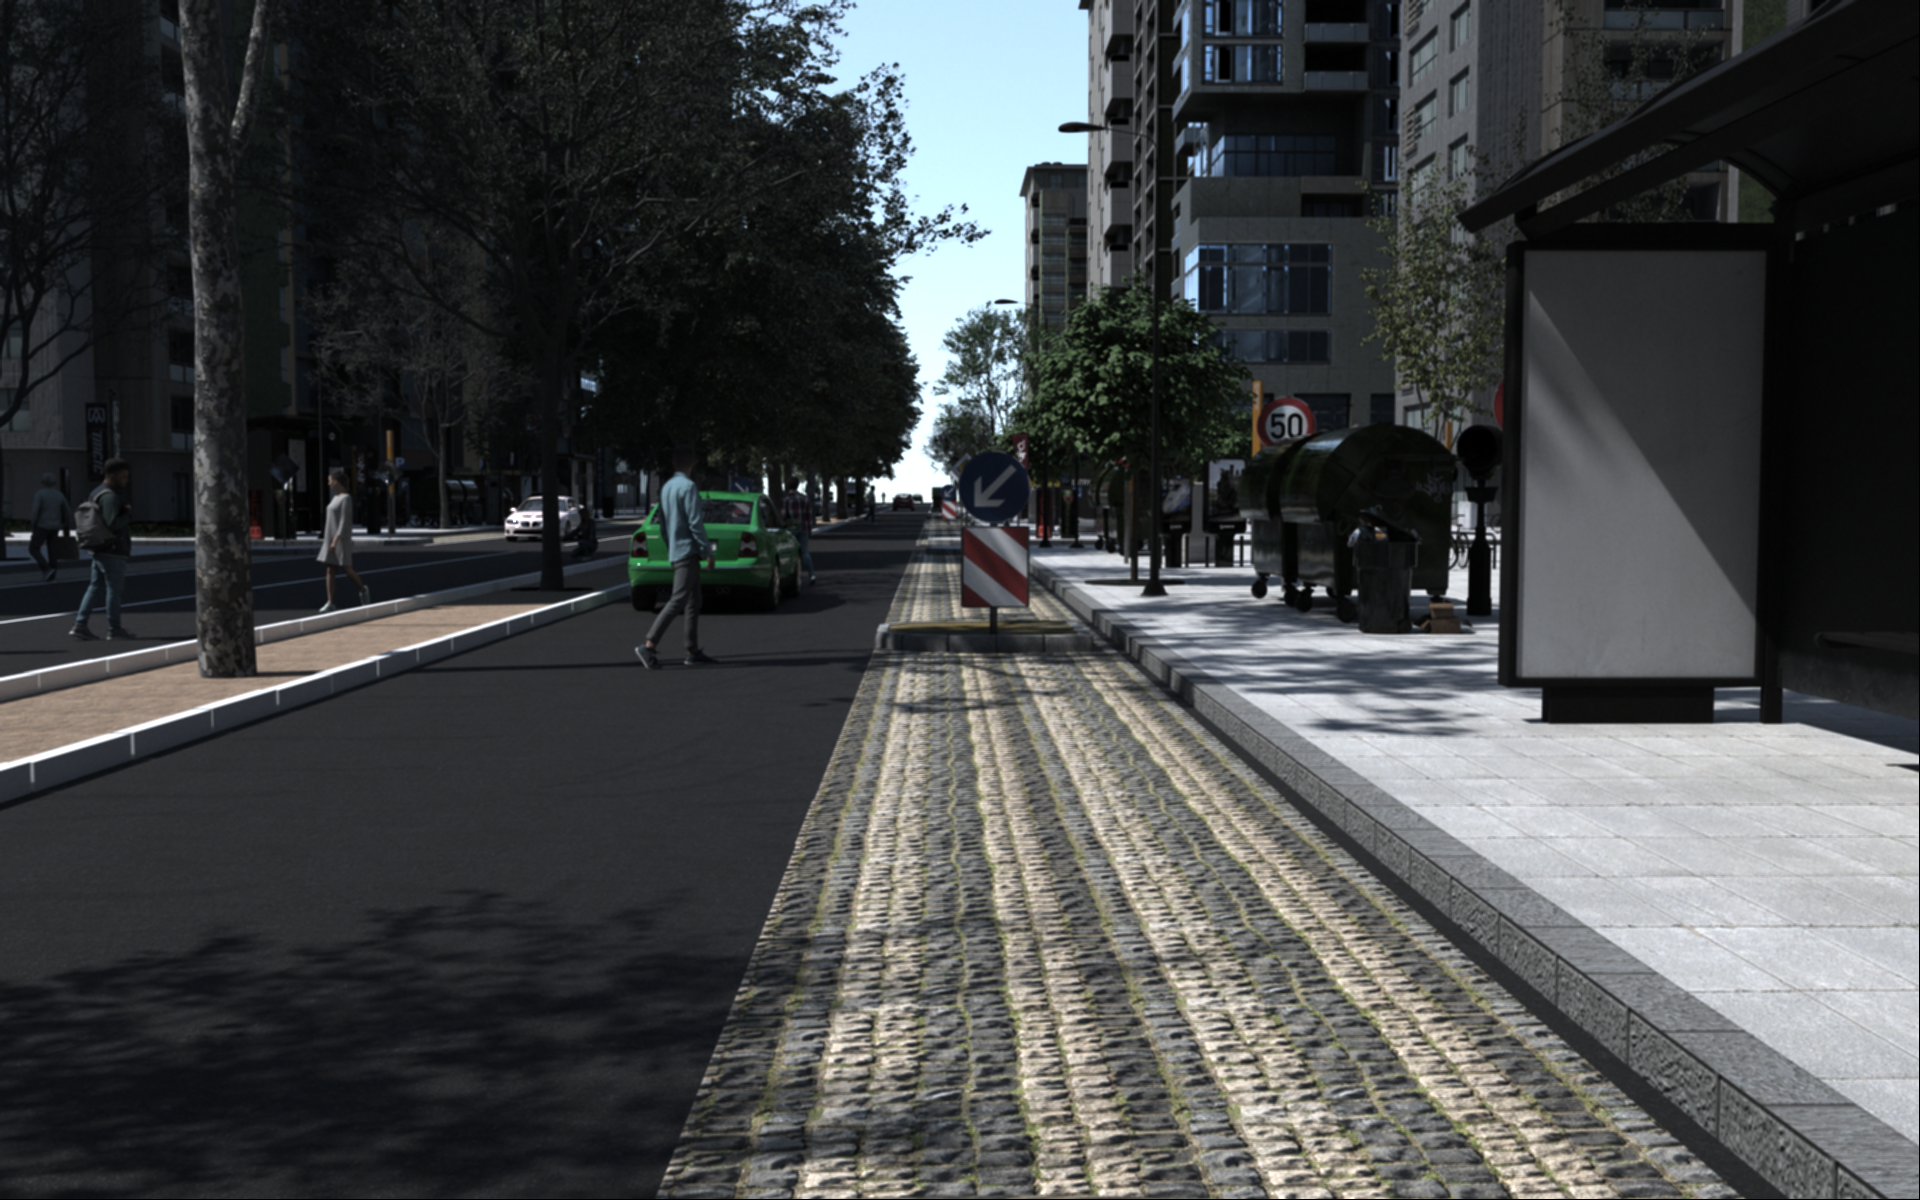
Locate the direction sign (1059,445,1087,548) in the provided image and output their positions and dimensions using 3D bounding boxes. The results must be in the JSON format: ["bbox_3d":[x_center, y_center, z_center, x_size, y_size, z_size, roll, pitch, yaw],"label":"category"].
[{"bbox_3d":[2.773,-3.002,41.078,0.876,3.537,0.379,1,4,20],"label":"direction sign"}]

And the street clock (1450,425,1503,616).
[{"bbox_3d":[5.489,-0.837,18.257,0.358,2.002,0.471,-3,5,-45],"label":"street clock"}]

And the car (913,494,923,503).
[{"bbox_3d":[-6.972,-16.732,282.356,1.959,1.807,4.718,0,4,-3],"label":"car"}]

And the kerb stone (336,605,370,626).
[{"bbox_3d":[-6.754,0.191,19.079,0.120,0.150,1.000,0,4,-1],"label":"kerb stone"}]

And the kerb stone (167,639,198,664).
[{"bbox_3d":[-6.693,0.443,14.978,0.120,0.150,1.000,0,4,-1],"label":"kerb stone"}]

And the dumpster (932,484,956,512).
[{"bbox_3d":[-1.258,-8.101,137.408,1.985,2.255,1.502,0,4,-2],"label":"dumpster"}]

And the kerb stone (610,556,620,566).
[{"bbox_3d":[-6.958,-0.749,34.456,0.120,0.150,1.000,0,4,-1],"label":"kerb stone"}]

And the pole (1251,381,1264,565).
[{"bbox_3d":[5.381,-2.293,31.340,0.158,3.312,0.155,0,3,0],"label":"pole"}]

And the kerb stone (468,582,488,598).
[{"bbox_3d":[-6.819,-0.123,24.209,0.120,0.150,1.000,0,4,-1],"label":"kerb stone"}]

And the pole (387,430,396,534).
[{"bbox_3d":[-18.208,-3.766,55.416,0.158,3.312,0.155,0,3,0],"label":"pole"}]

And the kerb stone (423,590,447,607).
[{"bbox_3d":[-6.800,0.003,22.153,0.120,0.150,1.000,0,4,-1],"label":"kerb stone"}]

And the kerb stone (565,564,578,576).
[{"bbox_3d":[-6.912,-0.499,30.358,0.120,0.150,1.000,0,4,-1],"label":"kerb stone"}]

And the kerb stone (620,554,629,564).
[{"bbox_3d":[-6.980,-0.812,35.478,0.120,0.150,1.000,0,4,-1],"label":"kerb stone"}]

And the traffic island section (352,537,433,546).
[{"bbox_3d":[-16.319,-1.665,49.505,2.009,0.180,2.903,0,4,-1],"label":"traffic island section"}]

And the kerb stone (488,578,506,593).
[{"bbox_3d":[-6.836,-0.186,25.231,0.120,0.150,1.000,0,4,-1],"label":"kerb stone"}]

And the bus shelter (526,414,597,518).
[{"bbox_3d":[-20.754,-6.865,89.880,2.179,5.291,8.768,0,4,-1],"label":"bus shelter"}]

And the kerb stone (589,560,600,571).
[{"bbox_3d":[-6.935,-0.622,32.406,0.120,0.150,1.000,0,4,-1],"label":"kerb stone"}]

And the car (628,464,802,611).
[{"bbox_3d":[-3.121,-0.849,22.683,1.959,1.807,4.718,0,4,1],"label":"car"}]

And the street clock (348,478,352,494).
[{"bbox_3d":[-27.663,-4.528,78.610,0.358,2.002,0.471,-1,4,-8],"label":"street clock"}]

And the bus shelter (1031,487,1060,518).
[{"bbox_3d":[4.278,-6.299,80.620,2.179,5.291,8.768,0,4,-1],"label":"bus shelter"}]

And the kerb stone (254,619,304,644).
[{"bbox_3d":[-6.726,0.316,17.033,0.120,0.150,1.000,0,4,-1],"label":"kerb stone"}]

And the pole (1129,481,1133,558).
[{"bbox_3d":[3.432,-2.503,34.775,0.158,3.312,0.155,0,3,0],"label":"pole"}]

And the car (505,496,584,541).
[{"bbox_3d":[-12.828,-2.542,53.928,2.083,1.381,4.827,0,4,-1],"label":"car"}]

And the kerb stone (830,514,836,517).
[{"bbox_3d":[-7.989,-5.294,108.760,0.120,0.150,1.000,0,4,-1],"label":"kerb stone"}]

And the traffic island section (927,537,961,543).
[{"bbox_3d":[0.071,-1.679,49.725,2.009,0.180,2.903,0,4,-1],"label":"traffic island section"}]

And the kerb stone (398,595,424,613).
[{"bbox_3d":[-6.779,0.065,21.131,0.120,0.150,1.000,0,4,-1],"label":"kerb stone"}]

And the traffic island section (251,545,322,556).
[{"bbox_3d":[-16.209,-1.177,41.521,2.009,0.180,2.903,0,4,-1],"label":"traffic island section"}]

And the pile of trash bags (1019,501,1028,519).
[{"bbox_3d":[3.774,-4.854,89.118,1.912,1.369,3.447,-1,4,-19],"label":"pile of trash bags"}]

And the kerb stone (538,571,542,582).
[{"bbox_3d":[-6.878,-0.373,28.301,0.120,0.150,1.000,0,4,-1],"label":"kerb stone"}]

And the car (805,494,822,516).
[{"bbox_3d":[-10.128,-6.324,115.407,2.014,1.417,4.499,0,4,-1],"label":"car"}]

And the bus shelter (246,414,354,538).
[{"bbox_3d":[-20.811,-3.846,54.164,1.731,3.624,6.357,0,4,-1],"label":"bus shelter"}]

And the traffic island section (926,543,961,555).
[{"bbox_3d":[0.180,-1.190,41.740,2.009,0.180,2.903,0,4,-1],"label":"traffic island section"}]

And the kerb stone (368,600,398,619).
[{"bbox_3d":[-6.770,0.128,20.103,0.120,0.150,1.000,0,4,-1],"label":"kerb stone"}]

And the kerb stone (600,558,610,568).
[{"bbox_3d":[-6.953,-0.686,33.429,0.120,0.150,1.000,0,4,-1],"label":"kerb stone"}]

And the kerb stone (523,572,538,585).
[{"bbox_3d":[-6.866,-0.311,27.279,0.120,0.150,1.000,0,4,-1],"label":"kerb stone"}]

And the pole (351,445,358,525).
[{"bbox_3d":[-25.348,-4.810,72.480,0.158,3.312,0.155,0,3,0],"label":"pole"}]

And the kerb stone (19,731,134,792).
[{"bbox_3d":[-4.513,0.824,8.817,0.120,0.150,1.000,0,4,-1],"label":"kerb stone"}]

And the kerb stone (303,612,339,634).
[{"bbox_3d":[-6.735,0.257,18.057,0.120,0.150,1.000,0,4,-1],"label":"kerb stone"}]

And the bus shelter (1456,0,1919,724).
[{"bbox_3d":[3.845,-0.808,7.130,2.014,3.302,5.546,0,4,-1],"label":"bus shelter"}]

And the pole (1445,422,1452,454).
[{"bbox_3d":[13.793,-3.370,48.950,0.158,3.312,0.155,0,3,0],"label":"pole"}]

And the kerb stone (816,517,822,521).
[{"bbox_3d":[-7.813,-4.534,96.434,0.120,0.150,1.000,0,4,-1],"label":"kerb stone"}]

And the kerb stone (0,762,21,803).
[{"bbox_3d":[-4.504,0.882,7.795,0.120,0.150,1.000,0,4,-1],"label":"kerb stone"}]

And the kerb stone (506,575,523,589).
[{"bbox_3d":[-6.850,-0.248,26.253,0.120,0.150,1.000,0,4,-1],"label":"kerb stone"}]

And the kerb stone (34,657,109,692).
[{"bbox_3d":[-6.673,0.566,12.934,0.120,0.150,1.000,0,4,-1],"label":"kerb stone"}]

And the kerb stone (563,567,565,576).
[{"bbox_3d":[-6.897,-0.436,29.328,0.120,0.150,1.000,0,4,-1],"label":"kerb stone"}]

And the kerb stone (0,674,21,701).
[{"bbox_3d":[-6.656,0.633,11.911,0.120,0.150,1.000,0,4,-1],"label":"kerb stone"}]

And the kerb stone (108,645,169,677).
[{"bbox_3d":[-6.678,0.506,13.956,0.120,0.150,1.000,0,4,-1],"label":"kerb stone"}]

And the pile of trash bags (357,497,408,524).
[{"bbox_3d":[-25.189,-3.915,73.769,3.447,1.369,1.912,0,4,7],"label":"pile of trash bags"}]

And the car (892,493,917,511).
[{"bbox_3d":[-4.830,-8.591,149.498,2.155,1.783,4.494,0,4,1],"label":"car"}]

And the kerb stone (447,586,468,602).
[{"bbox_3d":[-6.810,-0.060,23.178,0.120,0.150,1.000,0,4,-1],"label":"kerb stone"}]

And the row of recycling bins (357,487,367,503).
[{"bbox_3d":[-29.273,-4.471,80.209,3.534,1.692,1.069,-1,4,-15],"label":"row of recycling bins"}]

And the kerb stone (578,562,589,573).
[{"bbox_3d":[-6.924,-0.562,31.383,0.120,0.150,1.000,0,4,-1],"label":"kerb stone"}]
